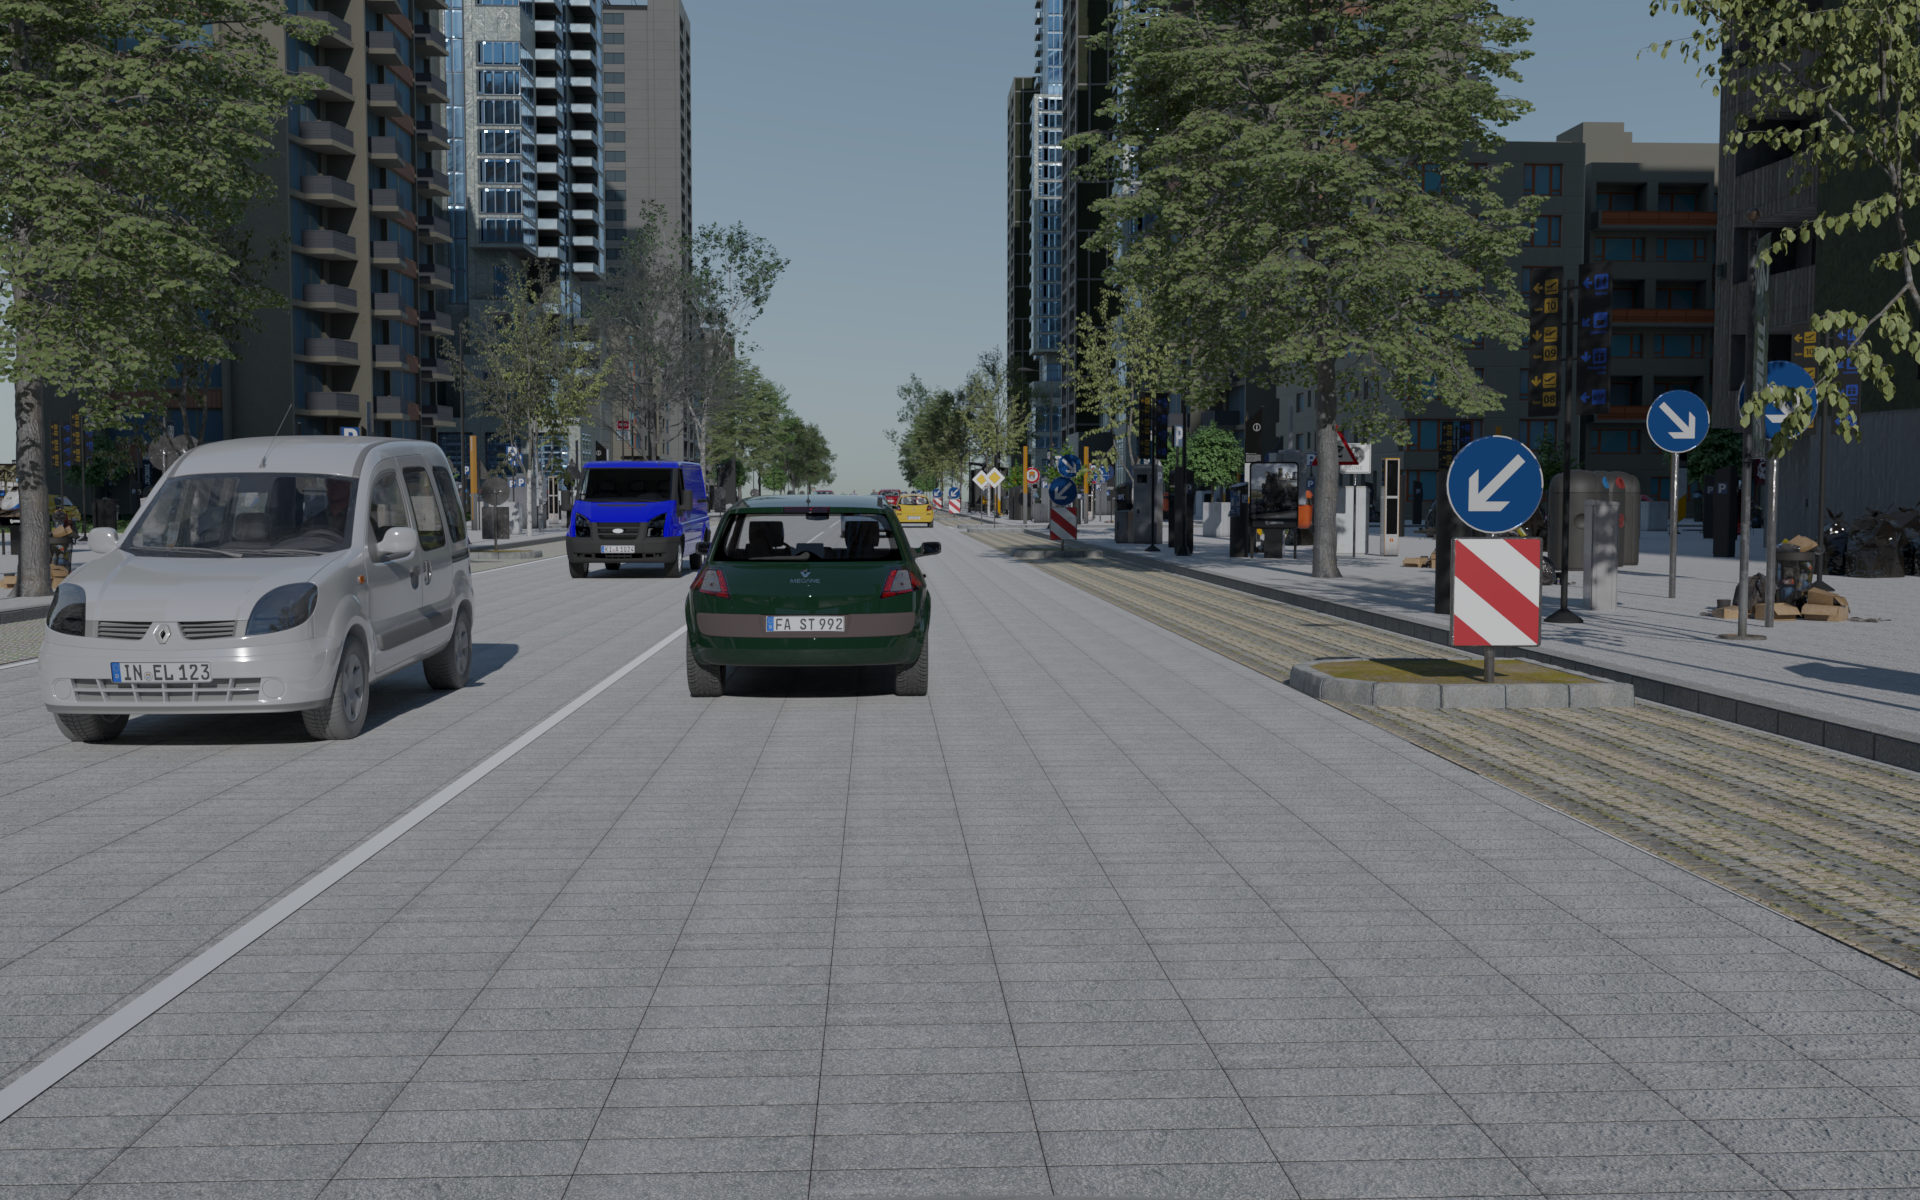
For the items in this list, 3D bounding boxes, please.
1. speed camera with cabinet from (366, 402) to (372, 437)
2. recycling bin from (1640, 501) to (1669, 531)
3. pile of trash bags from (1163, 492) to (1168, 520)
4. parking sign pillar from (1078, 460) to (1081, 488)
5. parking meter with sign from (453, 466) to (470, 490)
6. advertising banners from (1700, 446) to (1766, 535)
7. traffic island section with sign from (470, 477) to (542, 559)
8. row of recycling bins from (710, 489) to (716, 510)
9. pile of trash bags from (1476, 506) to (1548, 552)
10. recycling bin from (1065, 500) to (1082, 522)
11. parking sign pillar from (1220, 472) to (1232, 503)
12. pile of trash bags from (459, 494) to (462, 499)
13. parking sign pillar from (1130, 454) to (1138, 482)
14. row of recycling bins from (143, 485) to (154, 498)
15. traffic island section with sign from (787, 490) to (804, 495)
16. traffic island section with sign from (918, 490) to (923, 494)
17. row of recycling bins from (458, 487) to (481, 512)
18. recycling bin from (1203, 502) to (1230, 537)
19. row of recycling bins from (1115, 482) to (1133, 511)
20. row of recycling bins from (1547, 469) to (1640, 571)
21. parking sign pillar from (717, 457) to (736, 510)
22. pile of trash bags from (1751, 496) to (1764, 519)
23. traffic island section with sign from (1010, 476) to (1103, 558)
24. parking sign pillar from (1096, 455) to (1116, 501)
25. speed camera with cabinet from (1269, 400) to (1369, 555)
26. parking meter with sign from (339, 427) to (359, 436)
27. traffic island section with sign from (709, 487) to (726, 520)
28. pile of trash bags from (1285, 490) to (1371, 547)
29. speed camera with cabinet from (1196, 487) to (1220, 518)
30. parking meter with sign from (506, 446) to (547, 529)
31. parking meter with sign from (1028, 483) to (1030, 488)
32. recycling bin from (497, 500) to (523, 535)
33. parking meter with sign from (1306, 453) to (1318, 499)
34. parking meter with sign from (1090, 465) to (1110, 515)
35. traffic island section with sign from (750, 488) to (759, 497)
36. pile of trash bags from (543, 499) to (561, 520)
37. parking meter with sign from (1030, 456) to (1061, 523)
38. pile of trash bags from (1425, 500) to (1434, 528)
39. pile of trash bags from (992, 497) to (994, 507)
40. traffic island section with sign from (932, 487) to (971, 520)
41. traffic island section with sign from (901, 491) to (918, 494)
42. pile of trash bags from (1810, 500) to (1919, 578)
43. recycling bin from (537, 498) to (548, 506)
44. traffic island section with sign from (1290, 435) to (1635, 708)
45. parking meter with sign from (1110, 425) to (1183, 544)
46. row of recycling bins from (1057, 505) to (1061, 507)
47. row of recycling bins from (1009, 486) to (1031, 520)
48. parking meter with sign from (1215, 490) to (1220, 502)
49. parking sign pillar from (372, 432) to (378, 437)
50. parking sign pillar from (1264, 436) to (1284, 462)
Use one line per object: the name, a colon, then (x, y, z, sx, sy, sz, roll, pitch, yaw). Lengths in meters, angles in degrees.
speed camera with cabinet: (-12.846, -2.583, 36.569, 0.660, 3.252, 2.038, 2, 4, 28)
recycling bin: (24.087, -2.907, 60.081, 0.722, 1.027, 0.722, 0, 4, 3)
pile of trash bags: (9.902, -4.692, 86.459, 1.912, 1.369, 3.447, -1, 4, -10)
parking sign pillar: (8.983, -8.986, 135.389, 1.447, 3.967, 1.447, 2, 4, 29)
parking meter with sign: (-31.219, -6.800, 107.434, 1.738, 3.016, 0.543, 2, 4, 30)
advertising banners: (24.209, -3.535, 53.978, 2.074, 3.025, 0.090, 1, 4, 13)
traffic island section with sign: (-10.420, -1.836, 38.642, 1.989, 1.847, 2.006, 0, 4, -3)
row of recycling bins: (-20.232, -8.110, 139.712, 3.534, 1.692, 1.069, -1, 4, -22)
pile of trash bags: (13.219, -1.771, 38.716, 3.447, 1.369, 1.912, -1, 4, -9)
recycling bin: (5.387, -4.323, 83.243, 0.722, 1.027, 0.722, 2, 4, 23)
parking sign pillar: (13.304, -6.002, 86.612, 1.447, 3.967, 1.447, 0, 4, -1)
pile of trash bags: (-26.433, -4.679, 86.254, 3.447, 1.369, 1.912, 1, 4, 12)
parking sign pillar: (11.880, -7.812, 116.195, 1.447, 3.967, 1.447, -1, 4, -17)
row of recycling bins: (-36.949, -4.595, 82.238, 3.534, 1.692, 1.069, 0, 4, -5)
traffic island section with sign: (-16.769, -9.987, 171.908, 1.989, 1.847, 2.006, 0, 4, -3)
traffic island section with sign: (-1.748, -6.921, 121.781, 1.989, 1.847, 2.006, 0, 4, -3)
row of recycling bins: (-29.551, -5.958, 104.523, 3.534, 1.692, 1.069, -2, 4, -28)
recycling bin: (7.786, -2.418, 52.084, 0.722, 1.027, 0.722, -3, 5, -45)
row of recycling bins: (5.971, -3.278, 60.715, 1.069, 1.692, 3.534, 0, 4, 8)
row of recycling bins: (11.054, -1.415, 30.248, 1.069, 1.692, 3.534, 2, 4, 34)
parking sign pillar: (-16.652, -8.264, 123.581, 1.447, 3.967, 1.447, 0, 4, 0)
pile of trash bags: (38.005, -4.472, 82.877, 3.447, 1.369, 1.912, 1, 4, 21)
traffic island section with sign: (2.169, -1.897, 39.643, 1.989, 1.847, 2.006, 0, 4, -3)
parking sign pillar: (9.788, -7.825, 116.407, 1.447, 3.967, 1.447, -2, 4, -24)
speed camera with cabinet: (7.620, -2.595, 36.763, 2.038, 3.252, 0.660, 0, 4, -6)
parking meter with sign: (-16.559, -3.022, 45.667, 1.738, 3.016, 0.543, 3, 4, 37)
traffic island section with sign: (-13.089, -5.273, 94.840, 1.989, 1.847, 2.006, 0, 4, -3)
pile of trash bags: (8.918, -2.044, 43.174, 1.912, 1.369, 3.447, 2, 4, 24)
speed camera with cabinet: (13.906, -6.152, 94.918, 2.038, 3.252, 0.660, -2, 4, -30)
parking meter with sign: (-15.909, -4.126, 63.722, 0.543, 3.016, 1.738, 1, 4, 23)
parking meter with sign: (3.825, -5.638, 88.435, 1.738, 3.016, 0.543, -1, 4, -10)
recycling bin: (-14.288, -2.590, 54.898, 0.722, 1.027, 0.722, 0, 4, -6)
parking meter with sign: (14.792, -4.704, 73.173, 0.543, 3.016, 1.738, 1, 4, 14)
parking meter with sign: (8.541, -6.617, 104.455, 0.543, 3.016, 1.738, 3, 5, 39)
traffic island section with sign: (-14.384, -6.920, 121.764, 1.989, 1.847, 2.006, 0, 4, -3)
pile of trash bags: (-19.588, -4.696, 86.530, 1.912, 1.369, 3.447, 1, 4, 15)
parking meter with sign: (3.949, -4.953, 77.243, 0.543, 3.016, 1.738, 3, 4, 38)
pile of trash bags: (18.352, -3.160, 61.416, 3.447, 1.369, 1.912, 0, 4, -3)
pile of trash bags: (2.779, -7.863, 138.309, 3.447, 1.369, 1.912, 0, 4, -6)
traffic island section with sign: (-0.442, -5.241, 94.320, 1.989, 1.847, 2.006, 0, 4, -3)
traffic island section with sign: (-5.438, -11.651, 199.127, 1.989, 1.847, 2.006, 0, 4, -3)
pile of trash bags: (15.269, -1.060, 27.077, 3.447, 1.369, 1.912, 0, 4, 7)
recycling bin: (-26.734, -5.982, 110.362, 0.722, 1.027, 0.722, 1, 4, 16)
traffic island section with sign: (3.465, -0.234, 12.451, 1.989, 1.847, 2.006, 0, 4, -3)
parking meter with sign: (4.841, -2.954, 44.564, 1.738, 3.016, 0.543, 2, 4, 33)
row of recycling bins: (6.246, -6.194, 108.392, 3.534, 1.692, 1.069, 0, 4, 7)
row of recycling bins: (2.963, -4.828, 86.056, 1.069, 1.692, 3.534, 0, 4, -4)
parking meter with sign: (14.731, -6.227, 98.077, 0.543, 3.016, 1.738, 1, 4, 16)
parking sign pillar: (-25.163, -5.343, 75.831, 1.447, 3.967, 1.447, 1, 4, 18)
parking sign pillar: (14.409, -5.576, 79.632, 1.447, 3.967, 1.447, 2, 4, 33)
